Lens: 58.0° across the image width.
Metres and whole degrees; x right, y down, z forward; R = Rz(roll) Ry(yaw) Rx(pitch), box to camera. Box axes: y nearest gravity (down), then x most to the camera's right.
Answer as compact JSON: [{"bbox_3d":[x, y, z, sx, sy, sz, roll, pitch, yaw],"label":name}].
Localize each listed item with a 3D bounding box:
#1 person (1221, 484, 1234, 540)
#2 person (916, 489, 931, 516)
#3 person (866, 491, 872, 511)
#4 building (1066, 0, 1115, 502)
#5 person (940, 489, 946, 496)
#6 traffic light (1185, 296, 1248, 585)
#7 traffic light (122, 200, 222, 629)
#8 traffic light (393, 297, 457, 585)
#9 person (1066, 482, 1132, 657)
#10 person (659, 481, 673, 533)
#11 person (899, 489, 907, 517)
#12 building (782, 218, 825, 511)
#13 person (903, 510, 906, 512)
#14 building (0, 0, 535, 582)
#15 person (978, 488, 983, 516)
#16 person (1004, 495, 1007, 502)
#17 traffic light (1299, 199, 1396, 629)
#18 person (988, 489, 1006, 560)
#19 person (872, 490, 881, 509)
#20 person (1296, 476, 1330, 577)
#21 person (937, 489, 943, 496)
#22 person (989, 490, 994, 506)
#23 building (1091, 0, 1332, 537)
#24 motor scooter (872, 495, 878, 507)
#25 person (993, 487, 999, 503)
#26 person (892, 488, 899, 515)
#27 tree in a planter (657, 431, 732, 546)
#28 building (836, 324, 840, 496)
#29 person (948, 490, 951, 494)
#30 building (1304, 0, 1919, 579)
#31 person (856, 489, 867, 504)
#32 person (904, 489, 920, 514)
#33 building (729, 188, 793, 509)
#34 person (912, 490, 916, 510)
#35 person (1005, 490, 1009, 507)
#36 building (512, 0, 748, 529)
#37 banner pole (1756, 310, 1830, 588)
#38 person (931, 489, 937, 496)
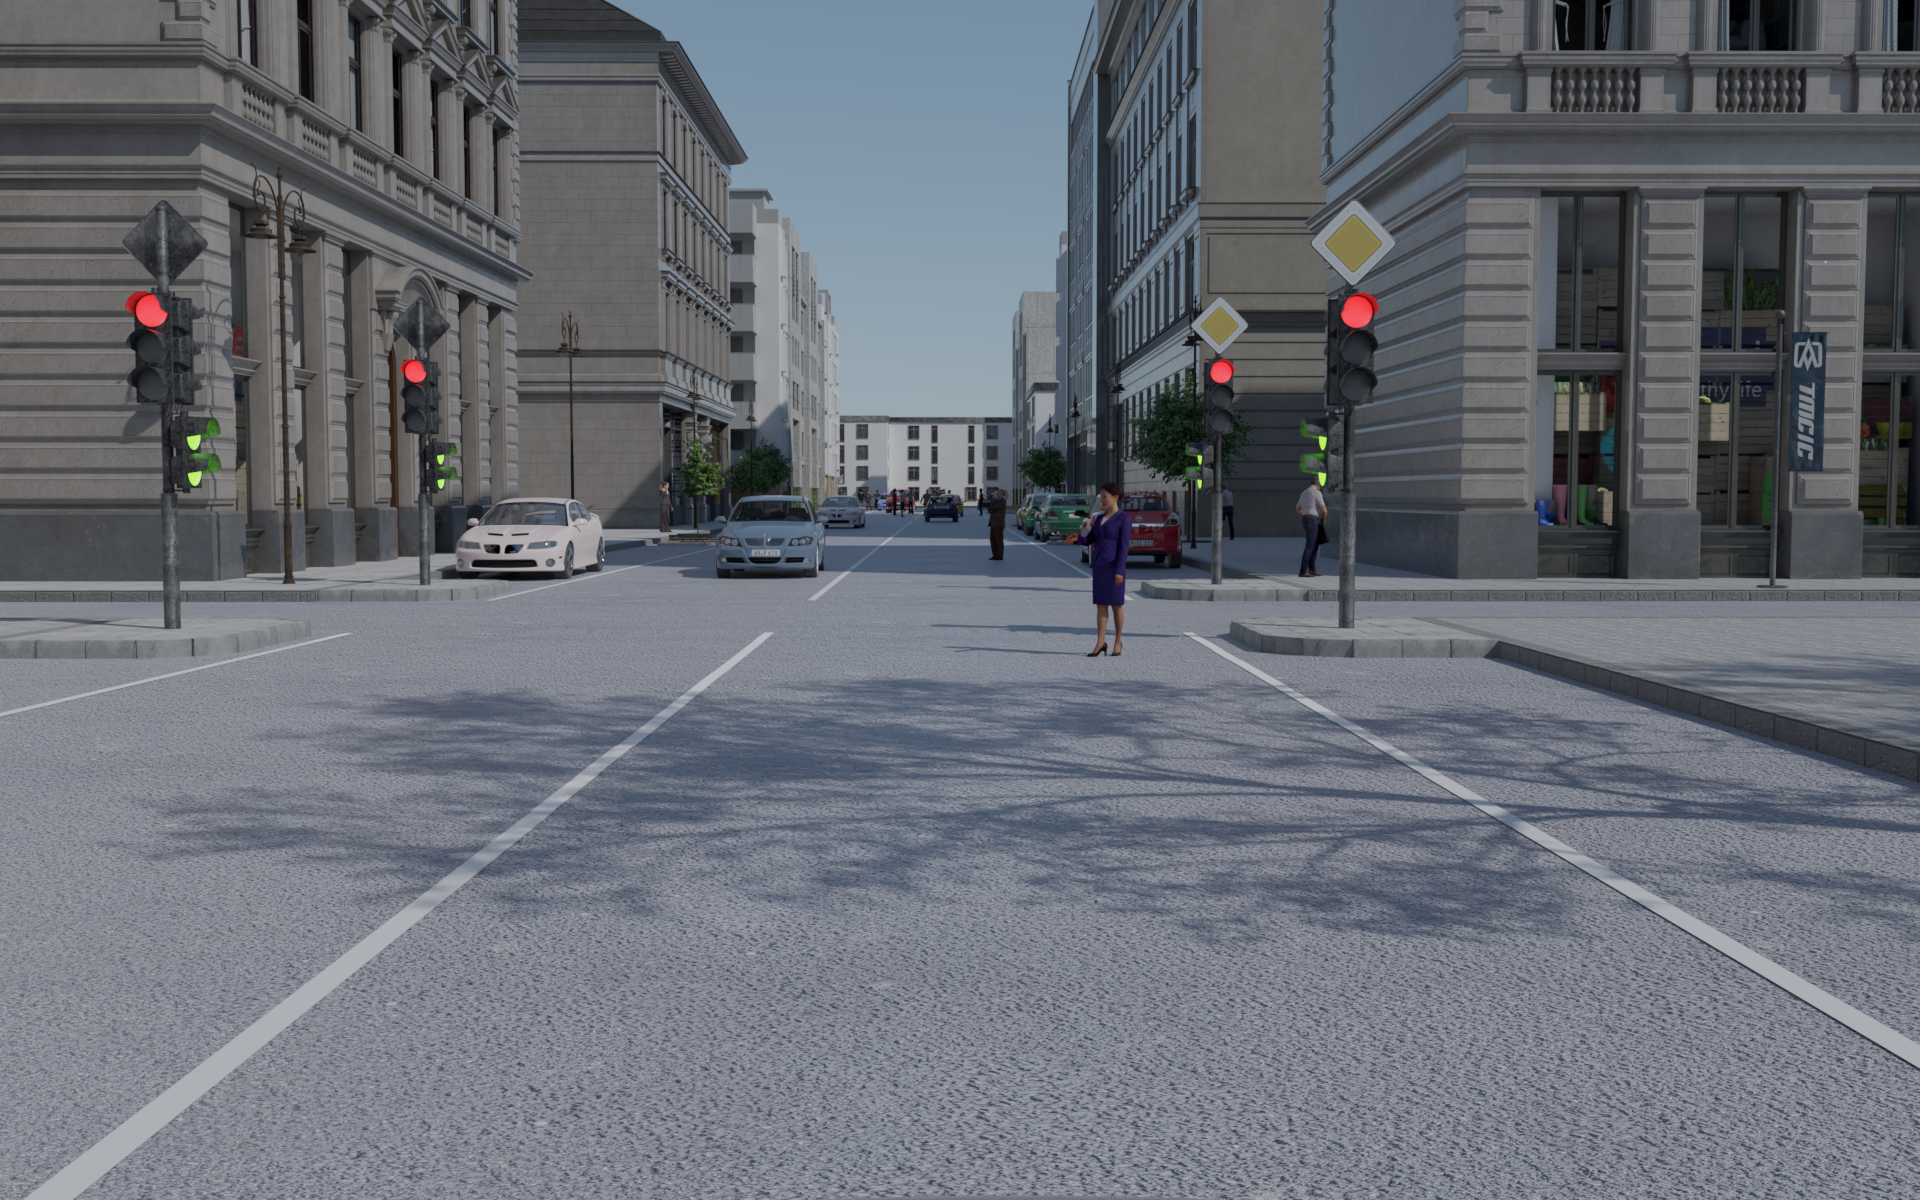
[{"bbox_3d":[7.387,-2.463,48.517,0.614,1.554,0.590,-3,5,-40],"label":"person"},{"bbox_3d":[-2.242,-6.515,115.566,0.990,1.755,0.434,-1,4,-22],"label":"person"},{"bbox_3d":[-7.664,-8.302,145.153,0.541,1.710,0.530,2,4,29],"label":"person"},{"bbox_3d":[12.231,-16.622,89.789,12.078,24.808,19.932,0,4,0],"label":"building"},{"bbox_3d":[-1.134,-7.175,125.769,1.348,1.831,0.705,-2,4,-34],"label":"person"},{"bbox_3d":[3.621,-2.154,24.457,0.839,4.213,0.868,0,4,0],"label":"traffic light"},{"bbox_3d":[-7.479,-1.659,16.371,0.839,4.213,0.868,0,4,0],"label":"traffic light"},{"bbox_3d":[-7.540,-2.147,24.356,0.839,4.213,0.868,0,4,0],"label":"traffic light"},{"bbox_3d":[1.248,-0.265,15.197,0.453,1.535,0.546,2,4,29],"label":"person"},{"bbox_3d":[-9.768,-3.097,57.485,0.445,1.727,0.742,0,4,-5],"label":"person"},{"bbox_3d":[-3.519,-6.047,108.151,0.721,1.735,1.217,-1,4,-14],"label":"person"},{"bbox_3d":[-19.383,-15.923,126.791,16.747,18.905,31.486,0,4,0],"label":"building"},{"bbox_3d":[-4.507,-8.056,140.306,0.705,1.812,1.348,1,4,15],"label":"person"},{"bbox_3d":[-15.795,-12.537,33.855,11.050,23.489,19.941,0,4,0],"label":"building"},{"bbox_3d":[1.355,-6.504,114.798,0.705,1.831,1.348,0,4,6],"label":"person"},{"bbox_3d":[2.938,-6.375,115.921,0.628,1.438,0.799,-1,4,-16],"label":"person"},{"bbox_3d":[3.682,-1.665,16.472,0.839,4.213,0.868,0,4,0],"label":"traffic light"},{"bbox_3d":[0.802,-1.635,37.502,0.388,1.546,0.482,-1,4,-16],"label":"person"},{"bbox_3d":[-7.528,-9.133,157.836,1.348,1.823,0.705,1,4,13],"label":"person"},{"bbox_3d":[5.440,-1.137,26.845,0.590,1.554,0.614,-2,4,-26],"label":"person"},{"bbox_3d":[-1.479,-8.044,140.150,1.348,1.807,0.705,3,4,38],"label":"person"},{"bbox_3d":[2.469,-7.505,132.015,0.445,1.727,0.742,1,4,13],"label":"person"},{"bbox_3d":[14.181,-14.167,64.911,16.112,22.955,30.059,0,4,0],"label":"building"},{"bbox_3d":[-8.361,-9.812,173.204,0.815,1.314,1.986,0,4,-2],"label":"motor scooter"},{"bbox_3d":[2.391,-6.056,107.390,0.709,1.838,0.599,3,5,41],"label":"person"},{"bbox_3d":[-4.363,-6.626,116.770,0.705,1.831,1.348,-1,4,-16],"label":"person"},{"bbox_3d":[-7.441,-3.170,49.046,1.991,3.239,1.994,0,4,0],"label":"tree in a planter"},{"bbox_3d":[-17.524,-18.978,166.715,11.380,20.091,16.016,0,4,0],"label":"building"},{"bbox_3d":[-0.657,-6.690,118.704,1.217,1.723,0.721,3,4,39],"label":"person"},{"bbox_3d":[16.671,-12.311,30.162,19.941,23.489,11.050,0,4,0],"label":"building"},{"bbox_3d":[-8.046,-8.087,140.353,1.348,1.869,0.705,-2,4,-34],"label":"person"},{"bbox_3d":[-3.532,-7.101,124.589,1.348,1.826,0.705,-2,4,-27],"label":"person"},{"bbox_3d":[-18.420,-15.224,105.325,16.016,20.091,11.380,0,4,0],"label":"building"},{"bbox_3d":[-4.175,-8.768,152.412,0.990,1.755,0.434,-3,5,-42],"label":"person"},{"bbox_3d":[4.610,-10.277,175.016,0.756,1.711,0.436,-1,4,-17],"label":"person"},{"bbox_3d":[-15.452,-13.082,64.805,10.553,20.767,40.483,0,4,0],"label":"building"},{"bbox_3d":[11.357,-2.053,23.591,0.863,3.779,0.401,0,4,4],"label":"banner pole"},{"bbox_3d":[-2.009,-7.780,135.793,0.705,1.814,1.350,2,4,33],"label":"person"}]
